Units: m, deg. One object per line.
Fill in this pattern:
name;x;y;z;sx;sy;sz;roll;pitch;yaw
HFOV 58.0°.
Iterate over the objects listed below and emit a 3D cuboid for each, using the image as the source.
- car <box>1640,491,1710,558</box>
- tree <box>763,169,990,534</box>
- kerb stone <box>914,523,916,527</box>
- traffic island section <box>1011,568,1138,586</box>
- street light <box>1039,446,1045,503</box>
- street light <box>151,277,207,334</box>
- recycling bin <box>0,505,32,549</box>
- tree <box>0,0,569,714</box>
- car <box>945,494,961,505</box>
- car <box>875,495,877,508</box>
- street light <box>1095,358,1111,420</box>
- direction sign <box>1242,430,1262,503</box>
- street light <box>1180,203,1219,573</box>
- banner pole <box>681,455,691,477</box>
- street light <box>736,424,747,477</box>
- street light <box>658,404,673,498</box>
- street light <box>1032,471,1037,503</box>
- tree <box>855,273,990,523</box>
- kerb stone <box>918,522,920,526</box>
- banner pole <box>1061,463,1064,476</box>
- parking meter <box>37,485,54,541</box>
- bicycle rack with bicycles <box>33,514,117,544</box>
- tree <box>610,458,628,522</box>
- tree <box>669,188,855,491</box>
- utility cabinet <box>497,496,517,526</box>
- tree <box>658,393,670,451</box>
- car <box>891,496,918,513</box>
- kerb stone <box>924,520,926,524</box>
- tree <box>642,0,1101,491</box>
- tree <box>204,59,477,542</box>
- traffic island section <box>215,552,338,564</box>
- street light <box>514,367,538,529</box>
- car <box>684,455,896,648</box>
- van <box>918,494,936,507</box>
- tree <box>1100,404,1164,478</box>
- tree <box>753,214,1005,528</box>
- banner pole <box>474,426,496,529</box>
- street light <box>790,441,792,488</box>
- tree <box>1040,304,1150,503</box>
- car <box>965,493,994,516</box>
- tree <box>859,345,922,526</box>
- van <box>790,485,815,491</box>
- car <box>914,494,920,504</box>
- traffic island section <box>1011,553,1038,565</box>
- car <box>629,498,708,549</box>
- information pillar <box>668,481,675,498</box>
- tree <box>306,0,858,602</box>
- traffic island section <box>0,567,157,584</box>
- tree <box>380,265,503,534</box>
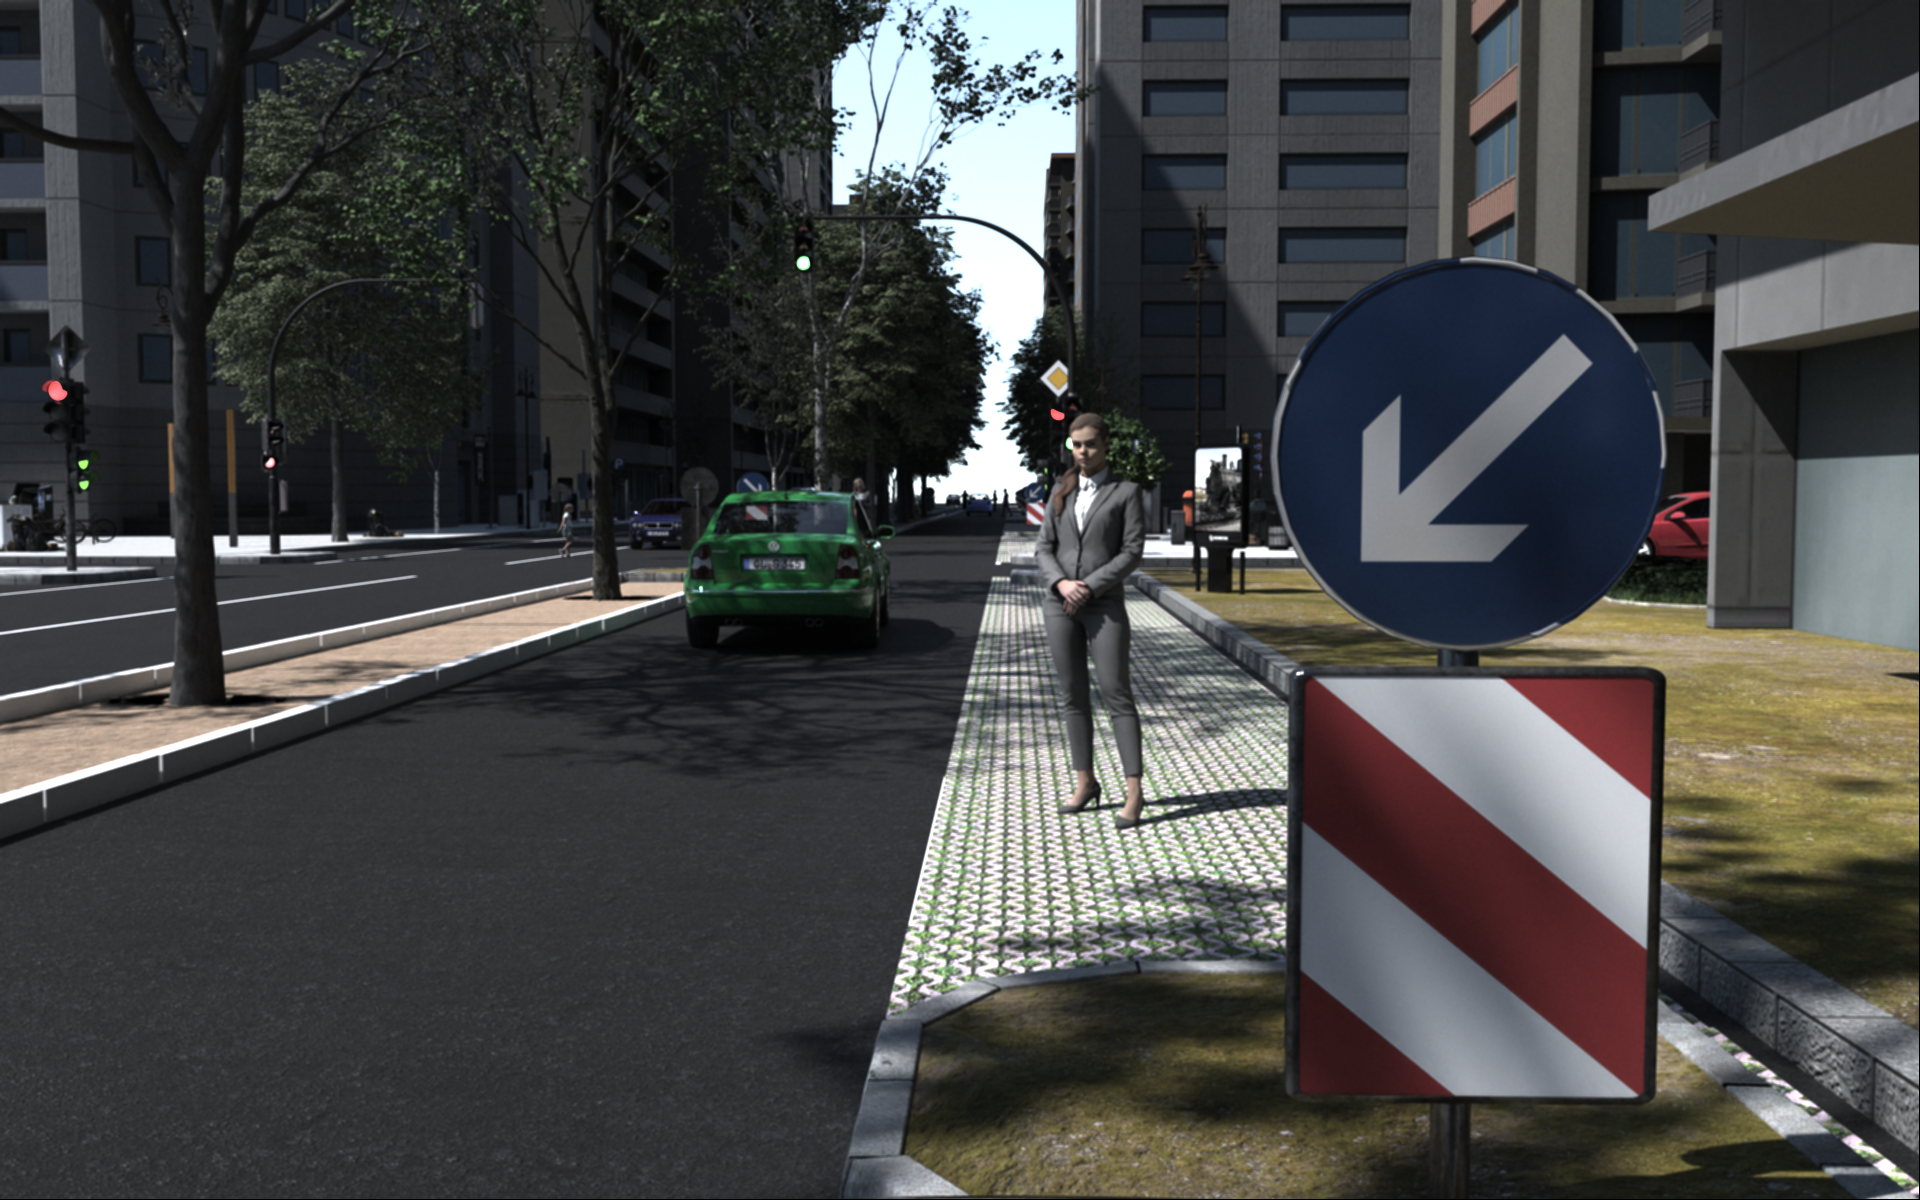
car;13.748;-1.442;32.611;4.494;1.783;2.155;0;4;3
tree;-3.016;-8.507;59.667;7.486;12.596;7.792;0;3;0
kerb stone;-2.063;-3.115;73.128;0.120;0.150;1.000;0;4;2
traffic island section;1.840;-0.375;28.416;2.009;0.180;2.903;0;4;2
street light;7.865;-11.548;161.594;0.468;5.910;1.993;0;4;2
street light;-16.652;-3.932;37.071;0.468;5.910;1.993;0;4;2
recycling bin;-22.254;-1.713;40.557;0.722;1.027;0.722;2;4;31
tree;-5.226;-6.039;11.558;12.009;13.543;11.850;0;3;0
car;-0.840;-13.250;225.672;2.155;1.783;4.494;0;4;4
car;-7.789;-9.014;159.746;2.083;1.381;4.827;0;4;4
street light;4.850;-5.267;58.899;0.468;5.910;1.993;0;4;2
direction sign;10.306;-4.244;61.379;0.876;3.537;0.379;3;5;42
street light;3.836;-3.369;27.878;0.468;5.910;1.993;0;4;2
banner pole;-17.620;-7.459;111.970;0.863;3.779;0.401;1;4;10
street light;-14.321;-8.612;113.593;0.468;5.910;1.993;0;4;2
street light;-15.085;-7.100;88.865;0.468;5.910;1.993;0;4;2
street light;9.661;-15.059;218.995;0.468;5.910;1.993;0;4;2
tree;-2.703;-11.320;94.189;9.857;13.997;8.962;0;3;0
kerb stone;-1.970;-3.303;76.199;0.120;0.150;1.000;0;4;2
banner pole;5.342;-6.165;90.822;0.401;3.779;0.863;-1;4;-10
parking meter;-24.988;-2.380;47.328;0.372;1.533;0.369;0;3;0
bicycle rack with bicycles;-23.408;-1.908;44.576;2.925;0.926;2.852;-1;4;-22
tree;-16.347;-5.190;79.458;1.663;3.219;1.824;0;3;0
tree;-4.322;-5.356;40.398;4.360;8.622;3.978;0;3;0
utility cabinet;-18.248;-3.621;70.372;1.020;1.237;0.306;-2;4;-26
tree;-15.021;-9.135;99.721;4.360;8.622;3.978;0;3;0
car;-4.103;-7.349;130.376;2.015;1.641;3.980;0;4;3
kerb stone;-1.816;-3.618;81.344;0.120;0.150;1.000;0;4;2
tree;-2.805;-11.635;48.574;12.611;20.169;13.585;0;3;0
tree;-17.116;-7.835;46.230;7.486;12.596;7.792;0;3;0
traffic island section;-14.604;-0.894;36.901;2.009;0.180;2.903;0;4;2
street light;-15.730;-5.514;62.941;0.468;5.910;1.993;0;4;2
car;-1.648;-0.535;17.541;1.959;1.807;4.718;0;3;0
van;-3.551;-11.000;186.863;2.013;2.044;4.112;0;4;1
tree;5.805;-4.875;63.416;4.285;4.588;4.351;0;3;0
tree;-3.069;-9.103;68.300;9.611;12.733;9.660;0;3;0
banner pole;-17.510;-4.510;63.755;0.401;3.779;0.863;3;5;44
street light;-13.558;-10.170;139.062;0.468;5.910;1.993;0;4;2
tree;5.230;-7.211;68.259;4.737;8.622;4.395;0;3;0
car;1.271;-6.419;114.539;1.945;1.707;3.694;0;4;1
tree;-2.992;-7.597;77.032;4.737;8.622;4.395;0;3;0
van;-9.241;-5.711;100.390;2.013;2.044;4.112;0;4;2
car;-6.001;-13.347;228.006;2.009;1.686;4.222;0;4;0
traffic island section;2.079;-0.863;36.397;2.009;0.180;2.903;0;4;2
car;-7.645;-2.056;46.193;1.945;1.354;3.894;0;4;2
information pillar;-16.100;-5.643;96.756;0.304;2.012;0.304;0;4;5
tree;-4.876;-5.807;23.160;9.928;11.665;9.643;0;3;0
traffic island section;-14.844;-0.406;28.920;2.009;0.180;2.903;0;4;2
tree;-16.832;-6.437;55.601;4.737;8.622;4.395;0;3;0
